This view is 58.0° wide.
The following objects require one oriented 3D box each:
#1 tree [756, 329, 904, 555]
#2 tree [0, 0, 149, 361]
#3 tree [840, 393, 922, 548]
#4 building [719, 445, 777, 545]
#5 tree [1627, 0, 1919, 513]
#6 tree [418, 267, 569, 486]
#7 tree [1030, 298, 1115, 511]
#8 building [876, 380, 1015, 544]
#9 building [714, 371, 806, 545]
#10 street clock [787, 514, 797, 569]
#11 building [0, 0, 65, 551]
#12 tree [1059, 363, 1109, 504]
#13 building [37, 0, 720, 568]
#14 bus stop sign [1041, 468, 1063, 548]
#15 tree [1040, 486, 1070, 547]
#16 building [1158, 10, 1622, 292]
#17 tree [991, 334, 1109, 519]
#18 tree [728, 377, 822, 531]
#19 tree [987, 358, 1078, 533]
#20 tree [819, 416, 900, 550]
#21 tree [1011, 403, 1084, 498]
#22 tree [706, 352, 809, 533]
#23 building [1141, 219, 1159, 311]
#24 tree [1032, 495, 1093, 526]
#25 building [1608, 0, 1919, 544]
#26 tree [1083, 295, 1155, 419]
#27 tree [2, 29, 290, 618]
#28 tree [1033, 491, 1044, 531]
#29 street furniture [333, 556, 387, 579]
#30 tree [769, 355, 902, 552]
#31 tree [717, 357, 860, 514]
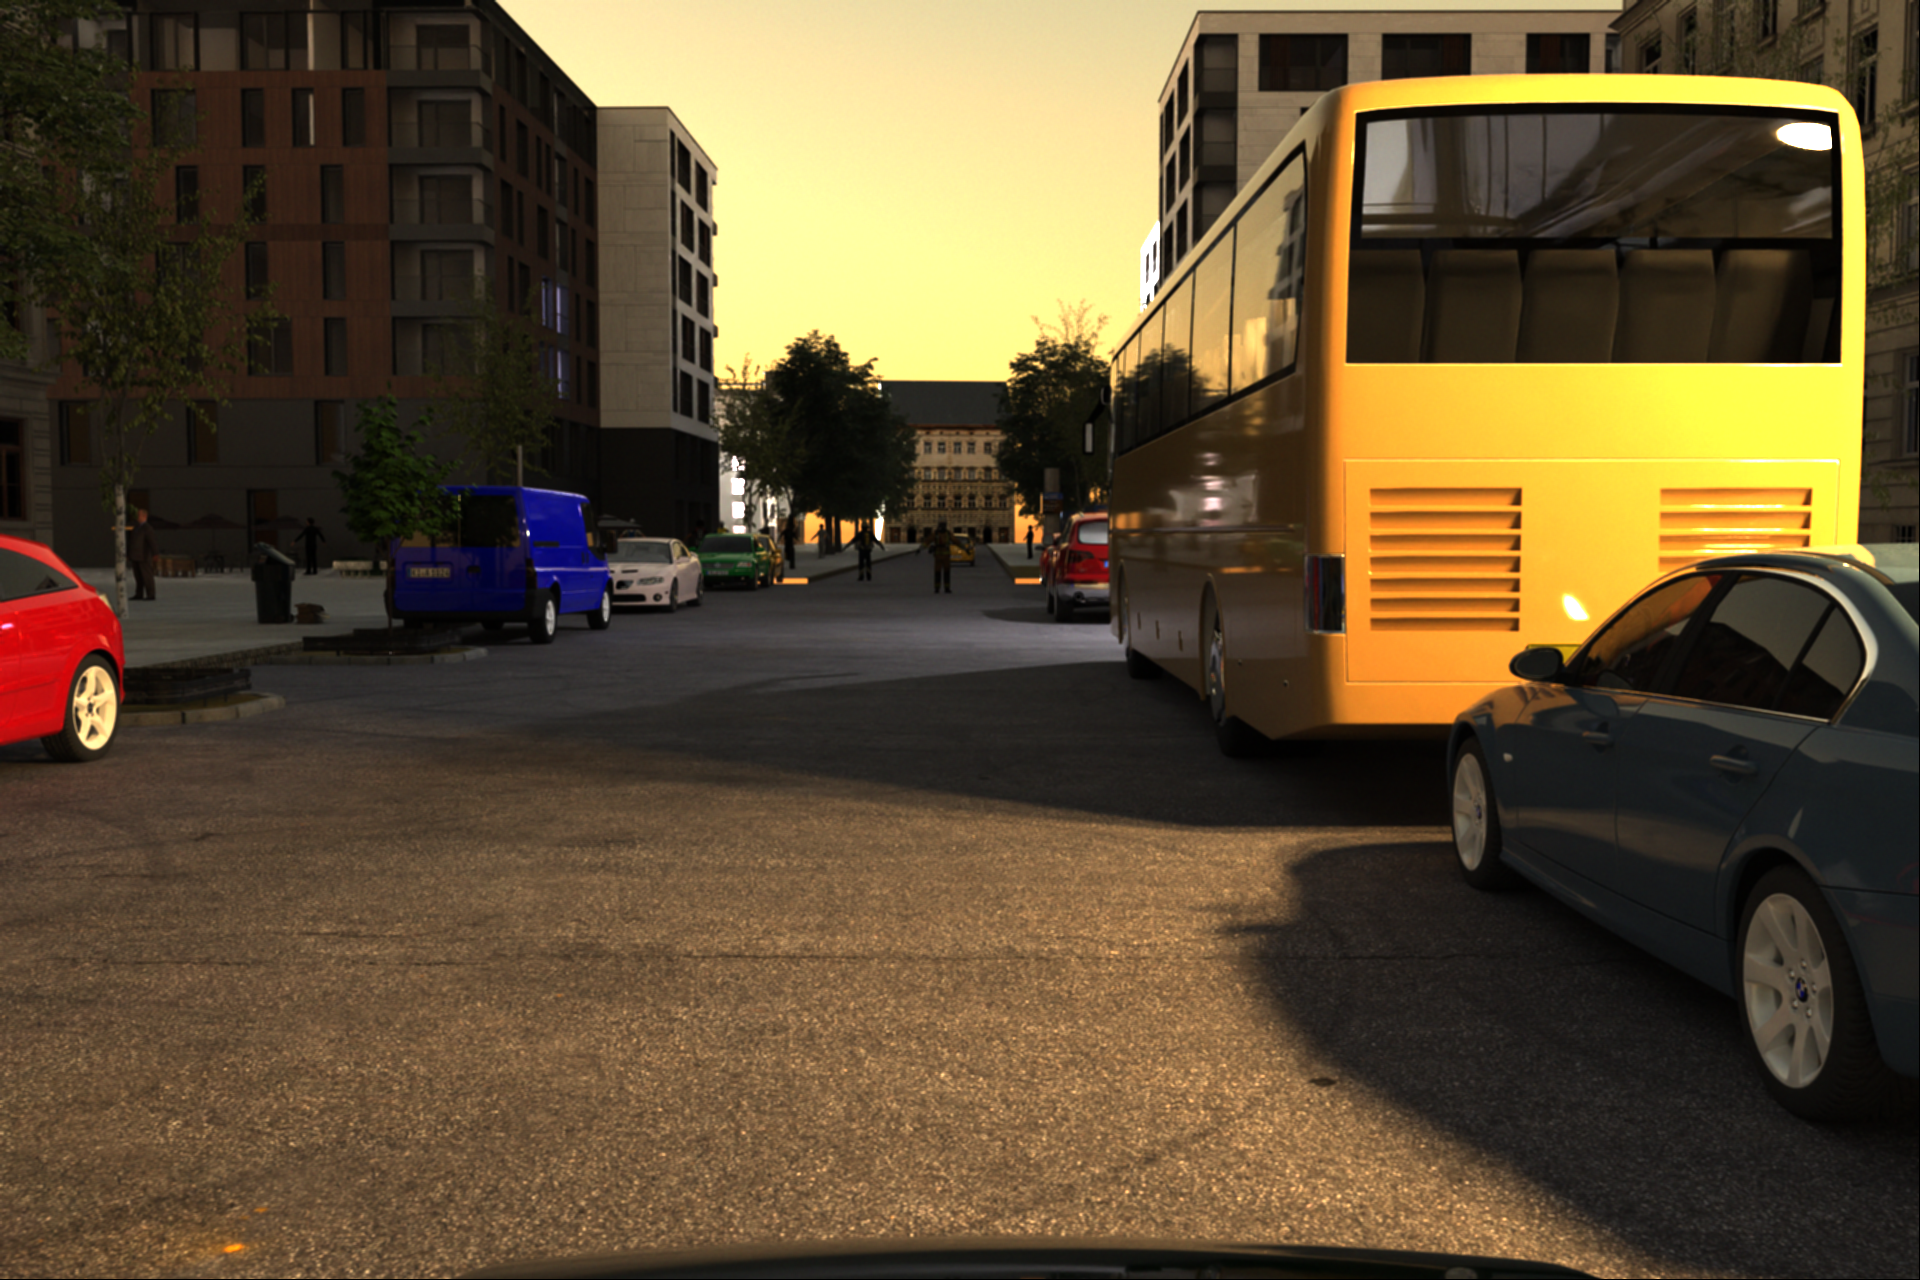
[{"bbox_3d":[-8.096,-12.263,107.162,9.857,13.997,8.962,0,3,0],"label":"tree"},{"bbox_3d":[-12.333,-6.069,17.363,7.486,12.596,7.792,0,3,0],"label":"tree"},{"bbox_3d":[-8.172,-15.289,156.625,9.857,13.997,8.962,0,3,0],"label":"tree"},{"bbox_3d":[-23.172,-14.371,177.112,9.099,9.664,28.070,0,3,0],"label":"building"},{"bbox_3d":[9.508,-4.289,20.489,4.360,8.622,3.978,0,3,0],"label":"tree"},{"bbox_3d":[-12.602,-5.943,47.534,4.737,8.622,4.395,0,3,0],"label":"tree"},{"bbox_3d":[3.846,-6.366,54.452,4.360,8.622,3.978,0,3,0],"label":"tree"},{"bbox_3d":[-2.384,-25.277,246.662,18.063,23.208,19.493,0,4,-6],"label":"building"},{"bbox_3d":[-24.396,-21.142,202.084,16.016,20.090,11.380,0,4,2],"label":"building"},{"bbox_3d":[-6.178,-3.617,63.705,0.358,2.002,0.471,0,4,1],"label":"street clock"},{"bbox_3d":[-28.096,-12.063,33.392,11.583,22.565,21.152,0,4,1],"label":"building"},{"bbox_3d":[6.360,-7.663,75.657,4.737,8.622,4.395,0,3,0],"label":"tree"},{"bbox_3d":[-27.912,-14.521,81.391,27.936,21.610,32.646,0,4,2],"label":"building"},{"bbox_3d":[3.674,-4.909,69.273,0.837,3.901,0.837,0,4,-1],"label":"bus stop sign"},{"bbox_3d":[7.142,-12.369,152.601,4.360,8.622,3.978,0,3,0],"label":"tree"},{"bbox_3d":[23.300,-14.698,84.286,27.936,21.610,32.646,0,4,0],"label":"building"},{"bbox_3d":[6.548,-12.385,109.149,9.857,13.997,8.962,0,3,0],"label":"tree"},{"bbox_3d":[-9.321,-8.023,81.537,4.360,8.622,3.978,0,3,0],"label":"tree"},{"bbox_3d":[6.975,-12.858,120.591,12.009,13.543,11.850,0,3,0],"label":"tree"},{"bbox_3d":[-8.450,-13.477,138.482,7.486,12.596,7.792,0,3,0],"label":"tree"},{"bbox_3d":[7.067,-12.583,131.488,9.928,11.665,9.643,0,3,0],"label":"tree"},{"bbox_3d":[-8.469,-7.398,71.320,4.737,8.622,4.395,0,3,0],"label":"tree"},{"bbox_3d":[26.942,-17.284,126.566,27.936,21.610,32.646,0,4,1],"label":"building"},{"bbox_3d":[14.137,-20.707,245.206,9.857,13.997,8.962,0,3,0],"label":"tree"},{"bbox_3d":[28.118,-12.802,41.334,16.112,23.069,30.059,0,4,1],"label":"building"},{"bbox_3d":[8.627,-7.817,62.223,8.767,10.594,7.601,0,4,3],"label":"tree"},{"bbox_3d":[-12.683,-4.655,26.464,4.737,8.622,4.395,0,3,0],"label":"tree"},{"bbox_3d":[7.320,-11.592,139.898,4.737,8.622,4.395,0,3,0],"label":"tree"},{"bbox_3d":[-13.739,-2.230,52.091,10.072,0.657,5.734,0,4,-2],"label":"street furniture"},{"bbox_3d":[-8.496,-13.102,120.876,9.857,13.997,8.962,0,3,0],"label":"tree"},{"bbox_3d":[-9.156,-9.656,92.286,8.767,10.594,7.601,1,4,10],"label":"tree"}]
